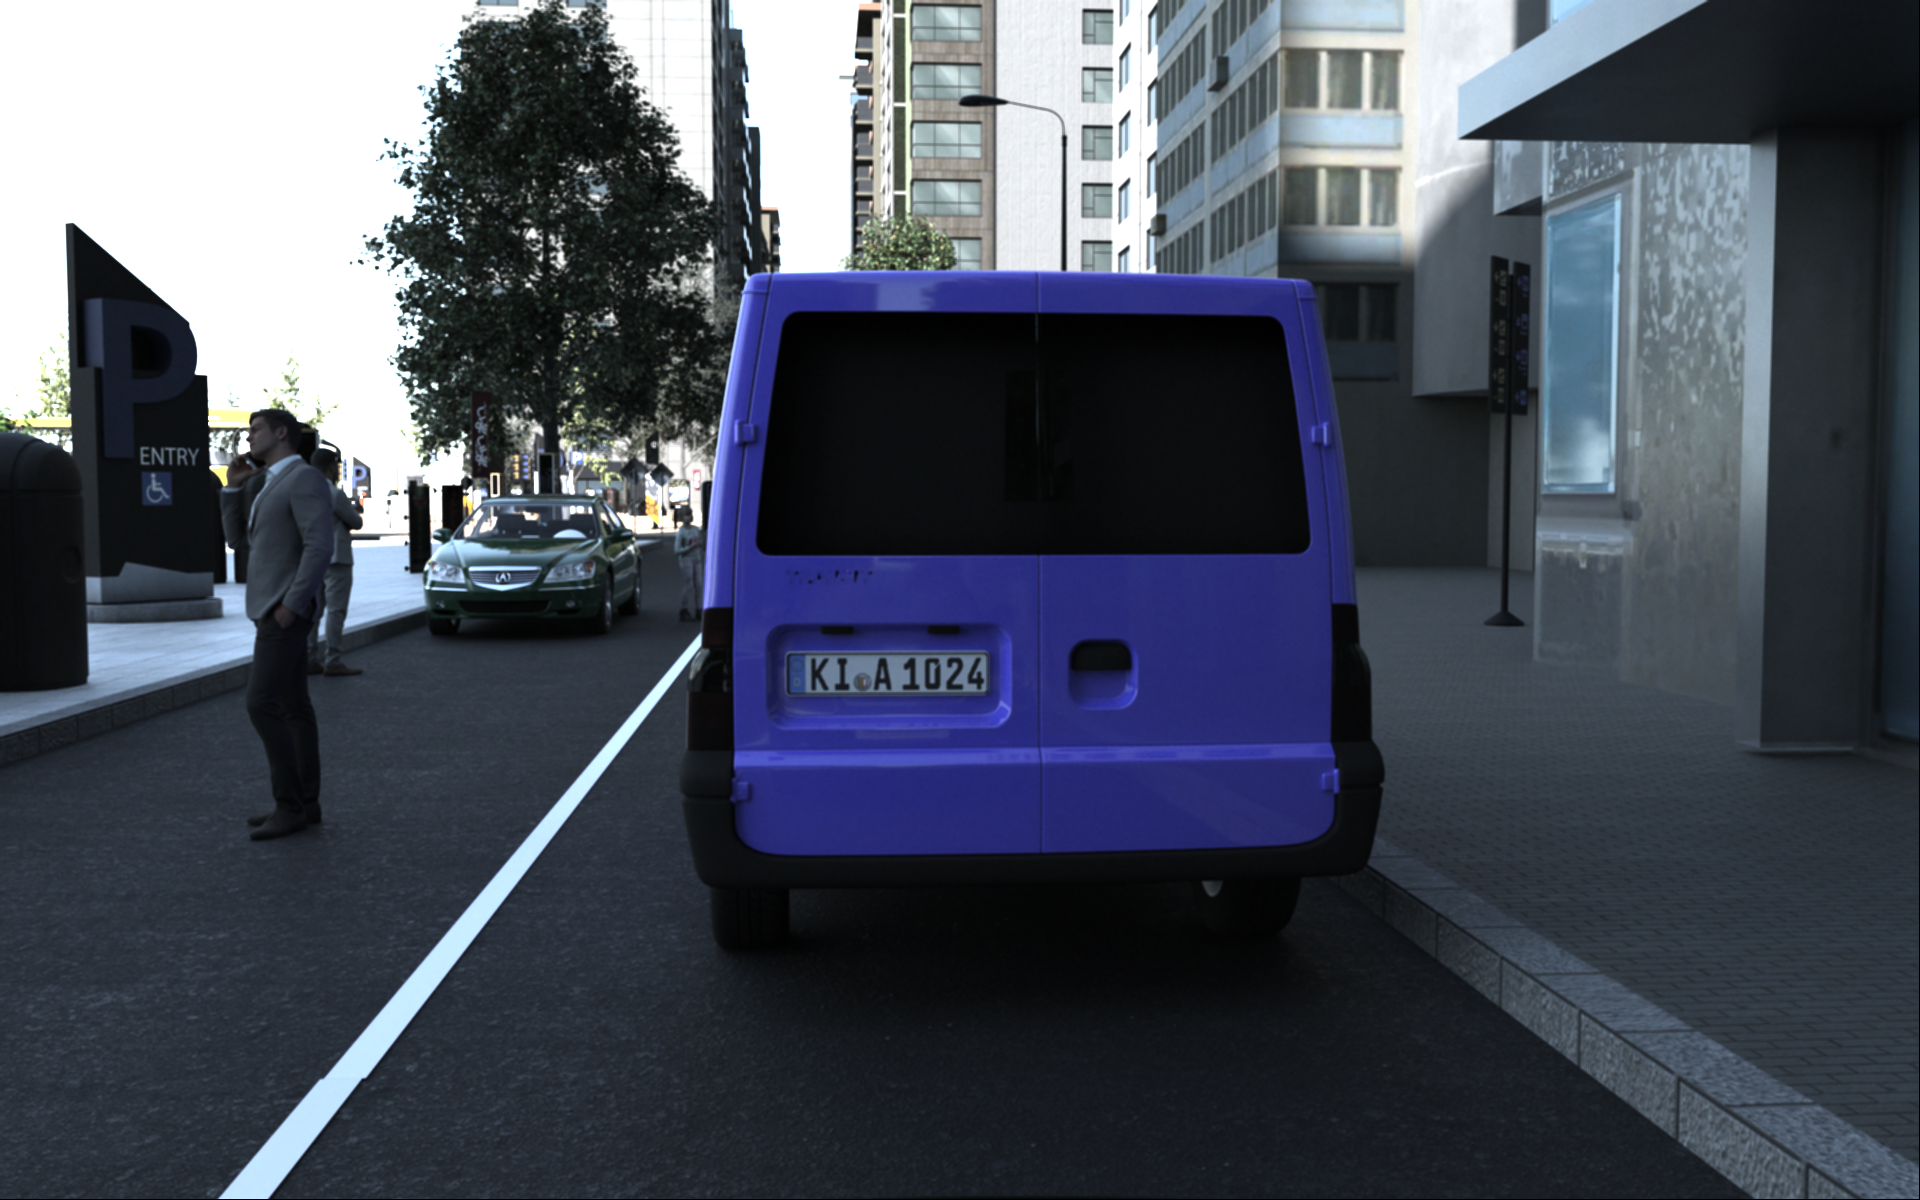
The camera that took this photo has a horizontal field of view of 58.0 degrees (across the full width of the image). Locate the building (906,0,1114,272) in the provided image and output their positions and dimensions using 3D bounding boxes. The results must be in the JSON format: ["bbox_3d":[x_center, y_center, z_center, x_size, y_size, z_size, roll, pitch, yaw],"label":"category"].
[{"bbox_3d":[4.303,-19.065,83.418,14.160,30.474,14.107,0,4,-5],"label":"building"}]

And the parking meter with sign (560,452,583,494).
[{"bbox_3d":[-16.282,-4.619,71.775,0.543,3.016,1.738,-3,5,-40],"label":"parking meter with sign"}]

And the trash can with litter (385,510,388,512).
[{"bbox_3d":[-38.897,-6.570,118.804,0.624,1.170,1.055,3,4,38],"label":"trash can with litter"}]

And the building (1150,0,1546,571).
[{"bbox_3d":[17.373,-21.030,35.728,32.217,40.220,23.993,0,4,-5],"label":"building"}]

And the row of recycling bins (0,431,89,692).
[{"bbox_3d":[-7.005,-0.199,10.366,1.069,1.692,3.534,2,4,33],"label":"row of recycling bins"}]

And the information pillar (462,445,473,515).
[{"bbox_3d":[-23.304,-5.543,81.980,0.504,3.616,0.183,1,4,17],"label":"information pillar"}]

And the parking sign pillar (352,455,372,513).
[{"bbox_3d":[-41.045,-7.969,118.764,1.447,3.967,1.447,0,4,4],"label":"parking sign pillar"}]

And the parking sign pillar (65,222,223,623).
[{"bbox_3d":[-8.394,-1.792,17.774,1.447,3.967,1.447,2,4,30],"label":"parking sign pillar"}]

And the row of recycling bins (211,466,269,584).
[{"bbox_3d":[-11.419,-1.076,24.705,3.534,1.692,1.069,-1,4,-21],"label":"row of recycling bins"}]

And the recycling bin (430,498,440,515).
[{"bbox_3d":[-31.896,-5.666,105.188,0.722,1.027,0.722,0,4,6],"label":"recycling bin"}]

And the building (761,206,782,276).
[{"bbox_3d":[-37.329,-36.700,254.662,22.147,44.769,28.867,0,4,-5],"label":"building"}]

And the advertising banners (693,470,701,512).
[{"bbox_3d":[-18.286,-7.902,125.381,2.074,3.025,0.090,0,4,1],"label":"advertising banners"}]

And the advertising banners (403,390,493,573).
[{"bbox_3d":[-8.463,-1.994,28.794,0.090,3.025,2.074,2,4,27],"label":"advertising banners"}]

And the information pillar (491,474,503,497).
[{"bbox_3d":[-16.602,-3.524,62.115,0.304,2.012,0.304,1,4,9],"label":"information pillar"}]

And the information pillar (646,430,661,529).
[{"bbox_3d":[-11.147,-4.375,62.882,0.504,3.616,0.183,0,4,2],"label":"information pillar"}]

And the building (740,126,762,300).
[{"bbox_3d":[-28.565,-30.761,186.530,14.154,41.232,14.086,0,4,-5],"label":"building"}]

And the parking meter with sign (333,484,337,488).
[{"bbox_3d":[-35.426,-6.199,97.606,0.543,3.016,1.738,1,4,11],"label":"parking meter with sign"}]

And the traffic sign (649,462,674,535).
[{"bbox_3d":[-9.377,-3.107,54.445,0.795,2.450,0.064,0,4,-5],"label":"traffic sign"}]

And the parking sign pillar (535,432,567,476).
[{"bbox_3d":[-17.648,-5.284,74.859,1.447,3.967,1.447,-1,4,-16],"label":"parking sign pillar"}]

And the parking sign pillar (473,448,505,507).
[{"bbox_3d":[-21.224,-5.512,78.599,1.447,3.967,1.447,1,4,21],"label":"parking sign pillar"}]

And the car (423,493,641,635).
[{"bbox_3d":[-4.629,-0.455,19.229,2.131,1.459,4.920,0,4,-4],"label":"car"}]

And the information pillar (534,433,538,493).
[{"bbox_3d":[-16.107,-4.561,65.923,0.183,3.616,0.504,0,4,-7],"label":"information pillar"}]

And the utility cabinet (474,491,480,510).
[{"bbox_3d":[-29.791,-6.082,108.112,1.173,1.500,0.318,2,4,28],"label":"utility cabinet"}]

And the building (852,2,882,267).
[{"bbox_3d":[1.582,-30.661,155.926,22.147,44.769,28.867,0,4,-5],"label":"building"}]

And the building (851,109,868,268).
[{"bbox_3d":[-5.405,-33.520,198.158,14.600,45.320,14.200,0,4,-5],"label":"building"}]

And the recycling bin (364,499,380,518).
[{"bbox_3d":[-31.144,-4.842,91.717,0.722,1.027,0.722,-1,4,-22],"label":"recycling bin"}]

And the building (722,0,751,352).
[{"bbox_3d":[-31.171,-33.258,163.378,23.786,49.044,30.456,0,4,-5],"label":"building"}]

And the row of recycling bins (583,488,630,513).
[{"bbox_3d":[-24.265,-6.841,118.958,3.534,1.692,1.069,1,4,17],"label":"row of recycling bins"}]

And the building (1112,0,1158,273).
[{"bbox_3d":[3.283,-41.202,111.904,20.563,71.187,20.611,0,4,-5],"label":"building"}]

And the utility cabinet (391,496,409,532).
[{"bbox_3d":[-18.655,-2.896,58.508,0.306,1.237,1.020,3,5,43],"label":"utility cabinet"}]

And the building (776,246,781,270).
[{"bbox_3d":[-35.720,-36.258,276.408,14.154,41.232,14.086,0,4,-5],"label":"building"}]

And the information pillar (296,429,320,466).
[{"bbox_3d":[-7.394,-0.925,19.612,0.304,2.012,0.304,-1,4,-20],"label":"information pillar"}]

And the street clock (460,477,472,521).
[{"bbox_3d":[-20.386,-4.097,71.549,0.471,2.002,0.358,-2,4,-27],"label":"street clock"}]

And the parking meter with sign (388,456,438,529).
[{"bbox_3d":[-20.284,-4.154,64.173,1.738,3.016,0.543,-3,4,-39],"label":"parking meter with sign"}]

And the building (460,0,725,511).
[{"bbox_3d":[-27.126,-42.756,137.312,20.563,71.187,20.611,0,4,-5],"label":"building"}]

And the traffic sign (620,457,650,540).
[{"bbox_3d":[-8.726,-2.620,46.486,0.795,2.450,0.064,0,4,-5],"label":"traffic sign"}]

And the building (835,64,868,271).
[{"bbox_3d":[-6.962,-43.018,245.338,21.231,58.520,28.212,0,4,-5],"label":"building"}]

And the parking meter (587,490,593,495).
[{"bbox_3d":[-24.943,-6.624,116.717,0.372,1.533,0.369,0,3,0],"label":"parking meter"}]

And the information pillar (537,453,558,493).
[{"bbox_3d":[-7.358,-1.619,30.969,0.304,2.012,0.304,0,4,0],"label":"information pillar"}]

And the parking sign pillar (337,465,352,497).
[{"bbox_3d":[-38.611,-7.231,106.692,1.447,3.967,1.447,0,4,-6],"label":"parking sign pillar"}]
